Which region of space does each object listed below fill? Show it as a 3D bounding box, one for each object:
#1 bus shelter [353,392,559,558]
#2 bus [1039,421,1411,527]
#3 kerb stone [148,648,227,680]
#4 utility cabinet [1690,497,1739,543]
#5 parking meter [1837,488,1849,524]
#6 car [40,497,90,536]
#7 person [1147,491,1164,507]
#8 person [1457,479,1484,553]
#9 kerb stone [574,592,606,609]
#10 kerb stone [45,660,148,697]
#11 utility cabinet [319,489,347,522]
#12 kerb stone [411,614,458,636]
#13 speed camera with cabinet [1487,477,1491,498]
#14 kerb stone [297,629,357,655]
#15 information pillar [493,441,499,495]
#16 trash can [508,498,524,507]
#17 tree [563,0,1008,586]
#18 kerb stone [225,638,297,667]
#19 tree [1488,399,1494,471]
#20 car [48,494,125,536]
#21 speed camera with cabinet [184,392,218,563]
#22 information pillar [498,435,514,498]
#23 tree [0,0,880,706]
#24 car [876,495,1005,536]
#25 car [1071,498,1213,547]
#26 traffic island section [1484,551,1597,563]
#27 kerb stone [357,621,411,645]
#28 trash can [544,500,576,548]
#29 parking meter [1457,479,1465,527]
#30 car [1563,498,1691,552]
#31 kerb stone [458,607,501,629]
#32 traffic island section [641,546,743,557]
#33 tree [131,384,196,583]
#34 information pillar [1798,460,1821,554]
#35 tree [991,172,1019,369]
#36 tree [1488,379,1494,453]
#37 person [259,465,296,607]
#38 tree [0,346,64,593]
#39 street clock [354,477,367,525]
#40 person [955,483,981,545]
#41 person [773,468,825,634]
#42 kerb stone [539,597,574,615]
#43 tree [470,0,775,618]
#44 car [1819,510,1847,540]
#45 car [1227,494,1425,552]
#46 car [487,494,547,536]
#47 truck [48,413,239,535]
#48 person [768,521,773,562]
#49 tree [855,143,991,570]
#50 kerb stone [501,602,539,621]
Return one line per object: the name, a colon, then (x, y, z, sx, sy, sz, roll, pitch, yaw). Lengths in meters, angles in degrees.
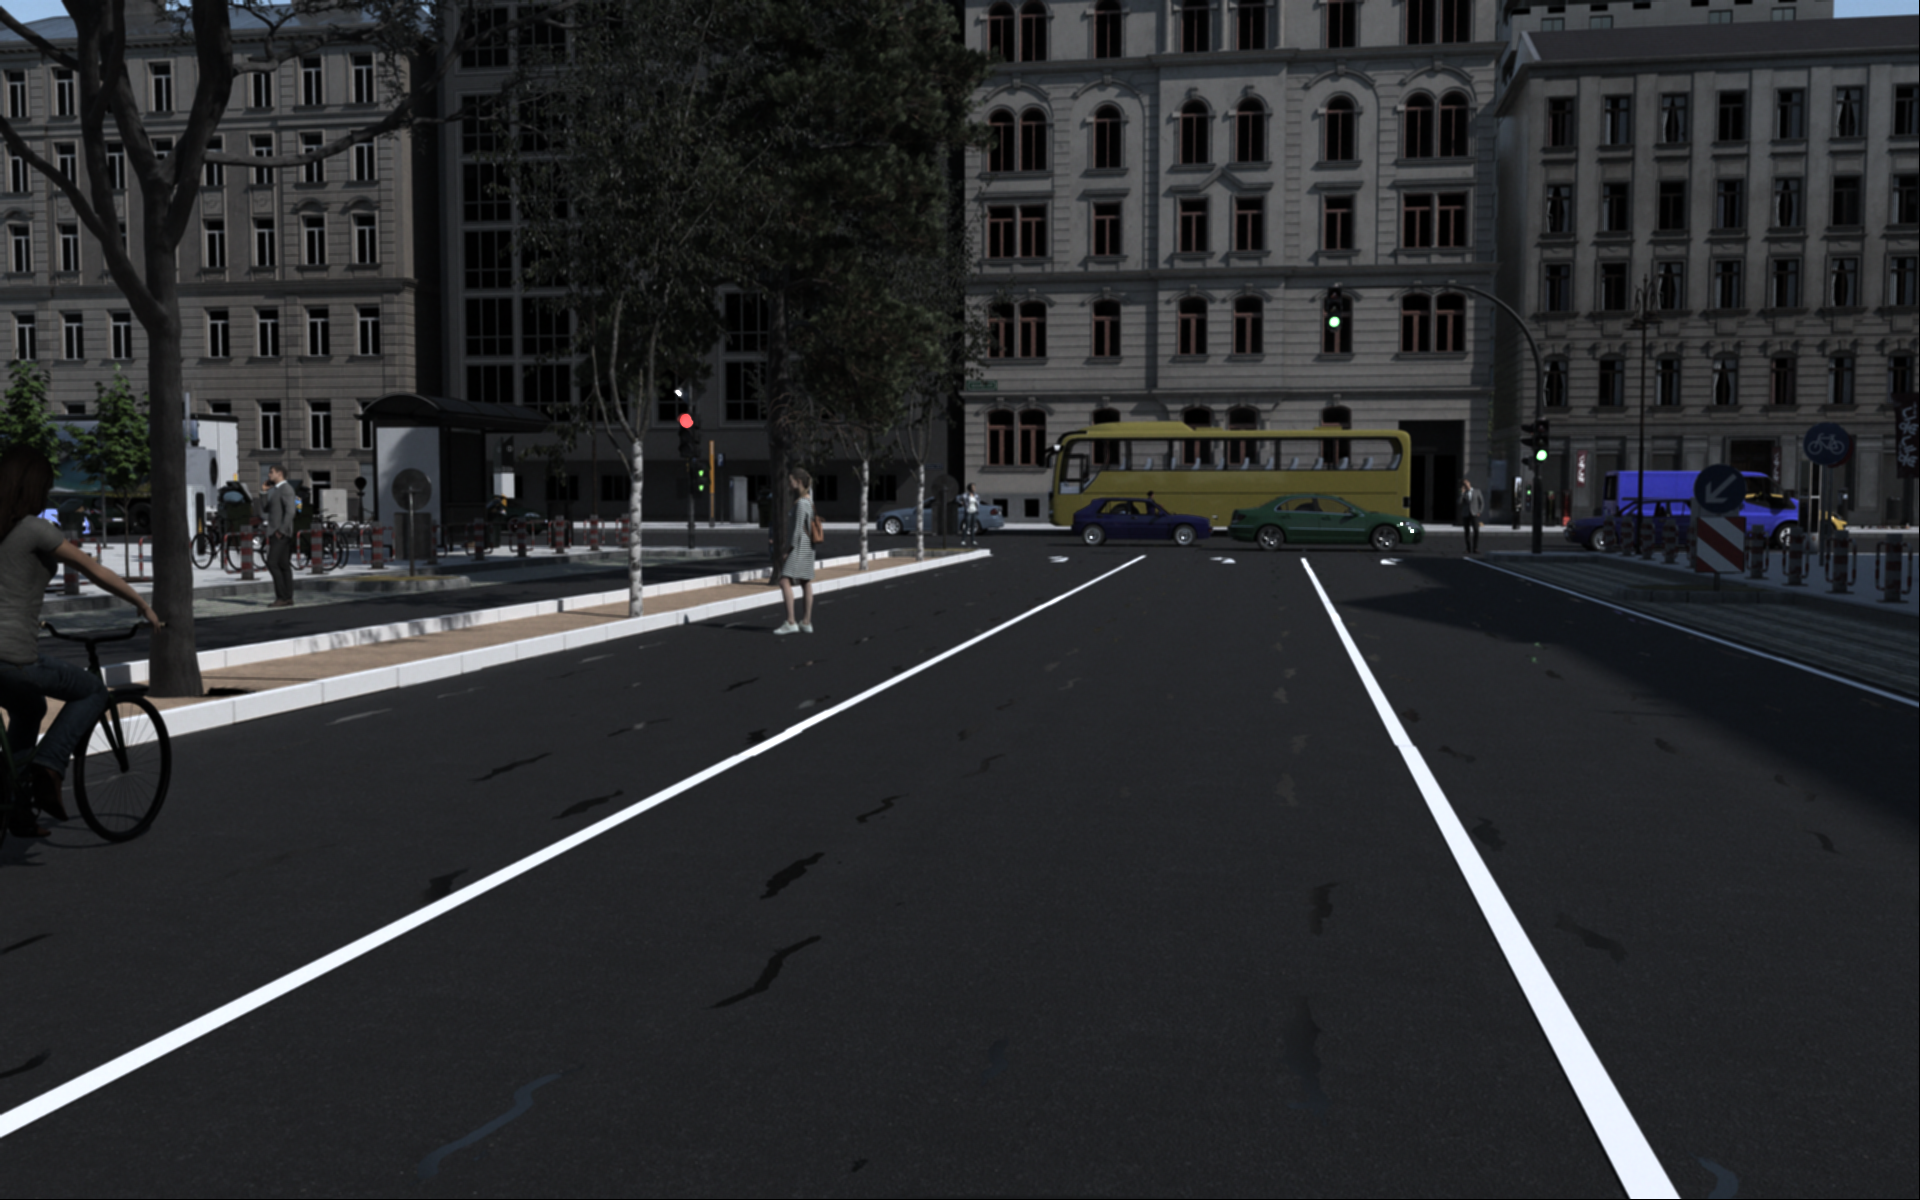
bus shelter: (-10.633, -2.645, 37.164, 2.014, 3.302, 5.546, 1, 4, 10)
bus: (8.909, -4.120, 58.915, 12.252, 3.916, 2.896, 1, 4, 8)
kerb stone: (-6.189, 0.519, 13.748, 0.120, 0.150, 1.000, 1, 4, 10)
utility cabinet: (15.946, -1.555, 36.589, 1.020, 1.237, 0.306, -1, 4, -16)
parking meter: (34.485, -3.624, 67.662, 0.372, 1.533, 0.369, 0, 3, 0)
car: (-28.998, -2.705, 53.822, 3.694, 1.707, 1.945, 1, 4, 10)
person: (6.364, -2.821, 56.997, 0.453, 1.535, 0.546, 3, 4, 38)
person: (12.379, -2.038, 41.996, 0.592, 1.802, 0.473, 3, 4, 39)
kerb stone: (-4.746, 0.022, 21.839, 0.120, 0.150, 1.000, 1, 4, 10)
kerb stone: (-6.361, 0.579, 12.734, 0.120, 0.150, 1.000, 1, 4, 10)
utility cabinet: (-28.138, -4.227, 77.782, 0.318, 1.500, 1.173, 3, 5, 41)
kerb stone: (-5.465, 0.269, 17.790, 0.120, 0.150, 1.000, 1, 4, 10)
speed camera with cabinet: (28.560, -5.872, 90.337, 2.038, 3.252, 0.660, -1, 4, -12)
kerb stone: (-5.833, 0.396, 15.766, 0.120, 0.150, 1.000, 1, 4, 10)
information pillar: (-18.659, -4.816, 70.091, 0.504, 3.616, 0.183, 2, 4, 31)
trash can: (-17.268, -3.396, 67.173, 0.748, 1.137, 0.748, 0, 3, 0)
tree: (-2.804, -6.252, 26.730, 6.751, 12.117, 7.091, 0, 3, 0)
kerb stone: (-6.006, 0.457, 14.756, 0.120, 0.150, 1.000, 1, 4, 10)
tree: (37.342, -10.245, 117.871, 4.360, 8.622, 3.978, 0, 3, 0)
car: (-30.805, -3.039, 59.480, 4.222, 1.686, 2.009, 1, 4, 9)
speed camera with cabinet: (-14.722, -2.374, 33.145, 0.660, 3.252, 2.038, -1, 4, -11)
information pillar: (-17.800, -4.704, 68.264, 0.504, 3.616, 0.183, -1, 4, -11)
tree: (-5.548, -6.047, 11.701, 12.009, 13.543, 11.850, 0, 3, 0)
car: (-0.702, -2.958, 60.368, 4.499, 1.417, 2.014, 1, 4, 12)
car: (5.053, -2.167, 48.011, 3.894, 1.354, 1.945, 1, 4, 9)
traffic island section: (12.432, -0.919, 37.304, 2.009, 0.180, 2.903, 1, 4, 10)
kerb stone: (-5.642, 0.331, 16.780, 0.120, 0.150, 1.000, 1, 4, 10)
trash can: (-9.495, -1.804, 41.148, 0.748, 1.137, 0.748, 0, 3, 0)
parking meter: (19.694, -3.813, 68.053, 0.255, 1.863, 0.399, 1, 4, 17)
car: (17.110, -1.864, 43.053, 3.894, 1.354, 1.945, 1, 4, 11)
kerb stone: (-5.282, 0.208, 18.799, 0.120, 0.150, 1.000, 1, 4, 10)
traffic island section: (-6.315, -1.122, 40.631, 2.009, 0.180, 2.903, 1, 4, 10)
tree: (-12.339, -1.878, 25.303, 1.663, 3.219, 1.824, 0, 3, 0)
information pillar: (18.117, -1.985, 36.951, 0.304, 2.012, 0.304, -1, 4, -22)
tree: (-0.829, -5.133, 36.740, 4.360, 8.622, 3.978, 0, 3, 0)
tree: (30.821, -9.461, 105.057, 4.737, 8.622, 4.395, 0, 3, 0)
person: (-8.656, -0.814, 21.989, 0.473, 1.802, 0.592, -1, 4, -15)
tree: (-12.240, -1.720, 22.723, 1.663, 3.219, 1.824, 0, 3, 0)
street clock: (-25.048, -4.150, 72.416, 0.471, 2.002, 0.358, -1, 4, -22)
person: (0.282, -2.417, 48.746, 0.841, 1.734, 0.376, -2, 4, -30)
person: (-1.652, -0.514, 17.903, 0.522, 1.701, 0.512, 0, 4, 1)
kerb stone: (-4.922, 0.084, 20.822, 0.120, 0.150, 1.000, 1, 4, 10)
tree: (-3.706, -4.104, 19.923, 4.360, 8.622, 3.978, 0, 3, 0)
car: (25.854, -2.727, 54.805, 3.980, 1.641, 2.015, 1, 4, 12)
car: (9.268, -1.966, 43.941, 4.920, 1.459, 2.131, 1, 4, 11)
car: (-16.422, -3.123, 60.844, 4.222, 1.686, 2.009, 1, 4, 9)
truck: (-31.686, -4.493, 62.371, 11.283, 4.237, 2.839, 1, 4, 11)
person: (-3.672, -1.370, 36.401, 1.012, 1.151, 0.738, -2, 4, -29)
tree: (-1.776, -4.866, 32.387, 4.360, 8.622, 3.978, 0, 3, 0)
kerb stone: (-5.104, 0.146, 19.809, 0.120, 0.150, 1.000, 1, 4, 10)
